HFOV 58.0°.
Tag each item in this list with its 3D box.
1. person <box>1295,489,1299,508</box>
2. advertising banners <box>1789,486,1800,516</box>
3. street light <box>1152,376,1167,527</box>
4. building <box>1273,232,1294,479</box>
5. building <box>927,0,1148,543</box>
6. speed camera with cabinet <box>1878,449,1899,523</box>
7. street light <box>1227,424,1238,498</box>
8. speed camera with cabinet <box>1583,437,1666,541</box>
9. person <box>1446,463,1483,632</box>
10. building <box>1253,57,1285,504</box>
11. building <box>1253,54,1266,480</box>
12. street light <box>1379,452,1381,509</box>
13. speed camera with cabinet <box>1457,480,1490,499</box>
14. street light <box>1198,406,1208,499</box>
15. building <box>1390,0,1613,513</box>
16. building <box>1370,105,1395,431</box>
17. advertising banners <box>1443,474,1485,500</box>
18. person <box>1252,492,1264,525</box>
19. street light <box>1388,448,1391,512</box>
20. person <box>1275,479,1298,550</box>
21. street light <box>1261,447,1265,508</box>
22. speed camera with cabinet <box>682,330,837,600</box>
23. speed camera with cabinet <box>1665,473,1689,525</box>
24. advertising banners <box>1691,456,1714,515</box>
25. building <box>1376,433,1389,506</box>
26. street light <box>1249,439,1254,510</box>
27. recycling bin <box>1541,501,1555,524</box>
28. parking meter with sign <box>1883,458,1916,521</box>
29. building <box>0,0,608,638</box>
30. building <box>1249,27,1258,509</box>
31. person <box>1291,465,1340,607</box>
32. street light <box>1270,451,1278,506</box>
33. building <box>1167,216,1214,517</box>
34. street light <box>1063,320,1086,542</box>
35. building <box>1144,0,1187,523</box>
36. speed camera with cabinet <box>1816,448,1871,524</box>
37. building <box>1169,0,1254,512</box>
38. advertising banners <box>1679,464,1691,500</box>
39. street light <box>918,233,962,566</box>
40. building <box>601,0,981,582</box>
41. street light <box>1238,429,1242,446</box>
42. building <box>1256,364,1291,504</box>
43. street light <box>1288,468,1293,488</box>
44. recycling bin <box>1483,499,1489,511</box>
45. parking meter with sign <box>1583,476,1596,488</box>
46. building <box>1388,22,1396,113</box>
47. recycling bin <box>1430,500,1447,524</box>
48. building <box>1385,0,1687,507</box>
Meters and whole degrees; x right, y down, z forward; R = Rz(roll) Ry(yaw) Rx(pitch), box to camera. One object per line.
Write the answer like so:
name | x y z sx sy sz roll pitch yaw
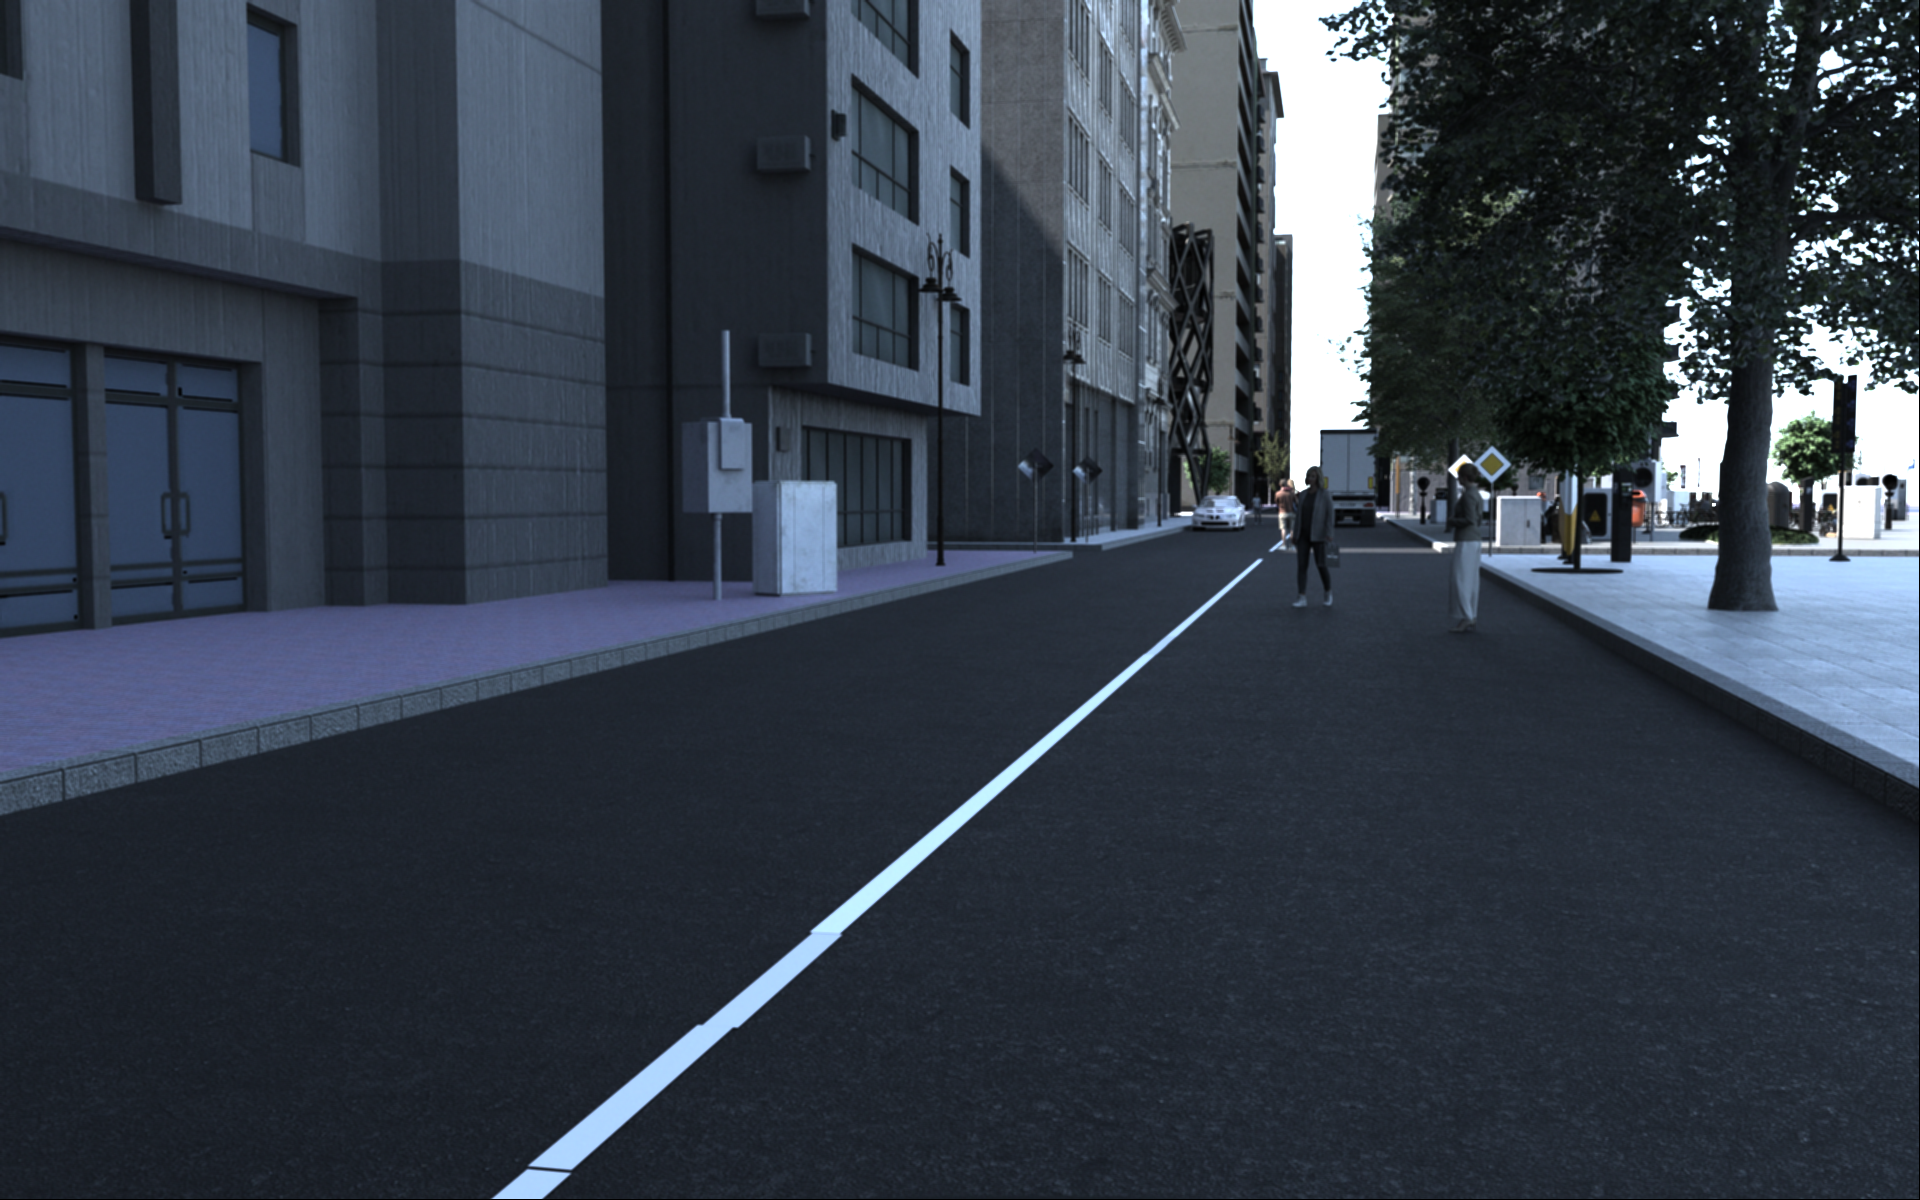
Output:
person | 27.314 -8.057 140.169 1.348 1.831 0.705 1 4 19
advertising banners | 40.496 -5.416 84.732 0.090 3.025 2.074 -2 4 -32
street light | 7.879 -5.840 68.275 0.468 5.910 1.993 1 4 12
building | 43.629 -35.591 265.502 14.154 41.232 14.086 1 4 12
building | -1.074 -14.535 55.666 12.078 24.808 19.932 1 4 12
speed camera with cabinet | 40.373 -5.009 76.231 2.038 3.252 0.660 -2 4 -25
street light | 17.610 -8.556 112.677 0.468 5.910 1.993 1 4 12
speed camera with cabinet | 18.074 -3.248 47.433 2.038 3.252 0.660 3 4 38
person | 5.279 -0.558 18.165 0.362 1.759 0.519 2 4 29
building | 25.481 -38.380 216.752 28.713 52.752 27.495 1 4 12
building | 18.581 -31.606 171.380 22.147 44.769 28.867 1 4 12
street light | 35.277 -10.552 145.313 0.468 5.910 1.993 1 4 12
speed camera with cabinet | 27.464 -6.014 92.662 2.038 3.252 0.660 1 4 16
street light | 12.698 -7.205 90.584 0.468 5.910 1.993 1 4 12
building | 38.100 -26.910 123.577 14.154 41.232 14.086 1 4 12
building | 60.668 -35.773 208.598 21.300 48.544 21.600 1 4 12
advertising banners | 22.182 -4.872 75.848 2.074 3.025 0.090 0 4 -2
person | 14.009 -4.302 81.429 0.503 1.515 0.523 -3 4 -36
street light | 30.568 -9.198 123.176 0.468 5.910 1.993 1 4 12
person | 8.409 -2.196 44.384 0.573 1.828 0.580 3 5 42
street light | 28.907 -11.772 165.262 0.468 5.910 1.993 1 4 12
speed camera with cabinet | -2.487 -1.672 21.670 2.038 3.252 0.660 -3 5 -45
speed camera with cabinet | 29.664 -4.787 72.599 2.038 3.252 0.660 -2 4 -28
advertising banners | 34.980 -5.210 81.372 0.090 3.025 2.074 3 5 45
building | 53.181 -52.543 171.752 22.319 86.520 31.000 1 4 12
street light | 24.041 -10.399 142.803 0.468 5.910 1.993 1 4 12
recycling bin | 21.091 -3.068 62.722 0.722 1.027 0.722 -3 5 -44
parking meter with sign | 45.535 -5.369 84.048 1.738 3.016 0.543 -2 4 -29
building | -18.098 -28.670 10.755 21.231 58.520 28.212 1 4 12
building | 17.922 -28.444 148.656 14.154 41.232 14.086 1 4 12
person | 4.578 -0.819 22.066 0.709 1.800 0.728 3 5 43
street light | 33.779 -13.124 187.364 0.468 5.910 1.993 1 4 12
building | 5.648 -14.058 97.294 16.820 18.784 16.811 1 4 12
street light | 3.031 -4.484 46.108 0.468 5.910 1.993 1 4 12
building | 2.147 -17.722 77.140 14.401 28.519 23.554 1 4 12
speed camera with cabinet | 38.290 -4.936 75.039 2.038 3.252 0.660 1 4 13
building | 10.858 -31.055 131.446 21.300 48.544 21.600 1 4 12
advertising banners | 42.914 -6.428 101.283 2.074 3.025 0.090 -1 4 -12
street light | -0.349 -3.555 30.913 0.468 5.910 1.993 1 4 12
building | -7.167 -15.939 32.300 14.107 30.474 14.160 1 4 12
street light | 19.296 -9.033 120.479 0.468 5.910 1.993 1 4 12
building | 32.604 -24.554 246.503 27.650 21.520 28.899 1 4 12
street light | 51.745 -18.146 269.469 0.468 5.910 1.993 1 4 12
recycling bin | 27.086 -4.661 88.757 0.722 1.027 0.722 0 4 3
parking meter with sign | 27.187 -4.825 75.153 1.738 3.016 0.543 2 4 31
building | 72.073 -50.179 258.675 20.563 71.187 20.611 1 4 12
recycling bin | 20.929 -3.843 75.385 0.722 1.027 0.722 0 4 -6
building | 46.985 -29.919 143.795 22.147 44.769 28.867 1 4 12
